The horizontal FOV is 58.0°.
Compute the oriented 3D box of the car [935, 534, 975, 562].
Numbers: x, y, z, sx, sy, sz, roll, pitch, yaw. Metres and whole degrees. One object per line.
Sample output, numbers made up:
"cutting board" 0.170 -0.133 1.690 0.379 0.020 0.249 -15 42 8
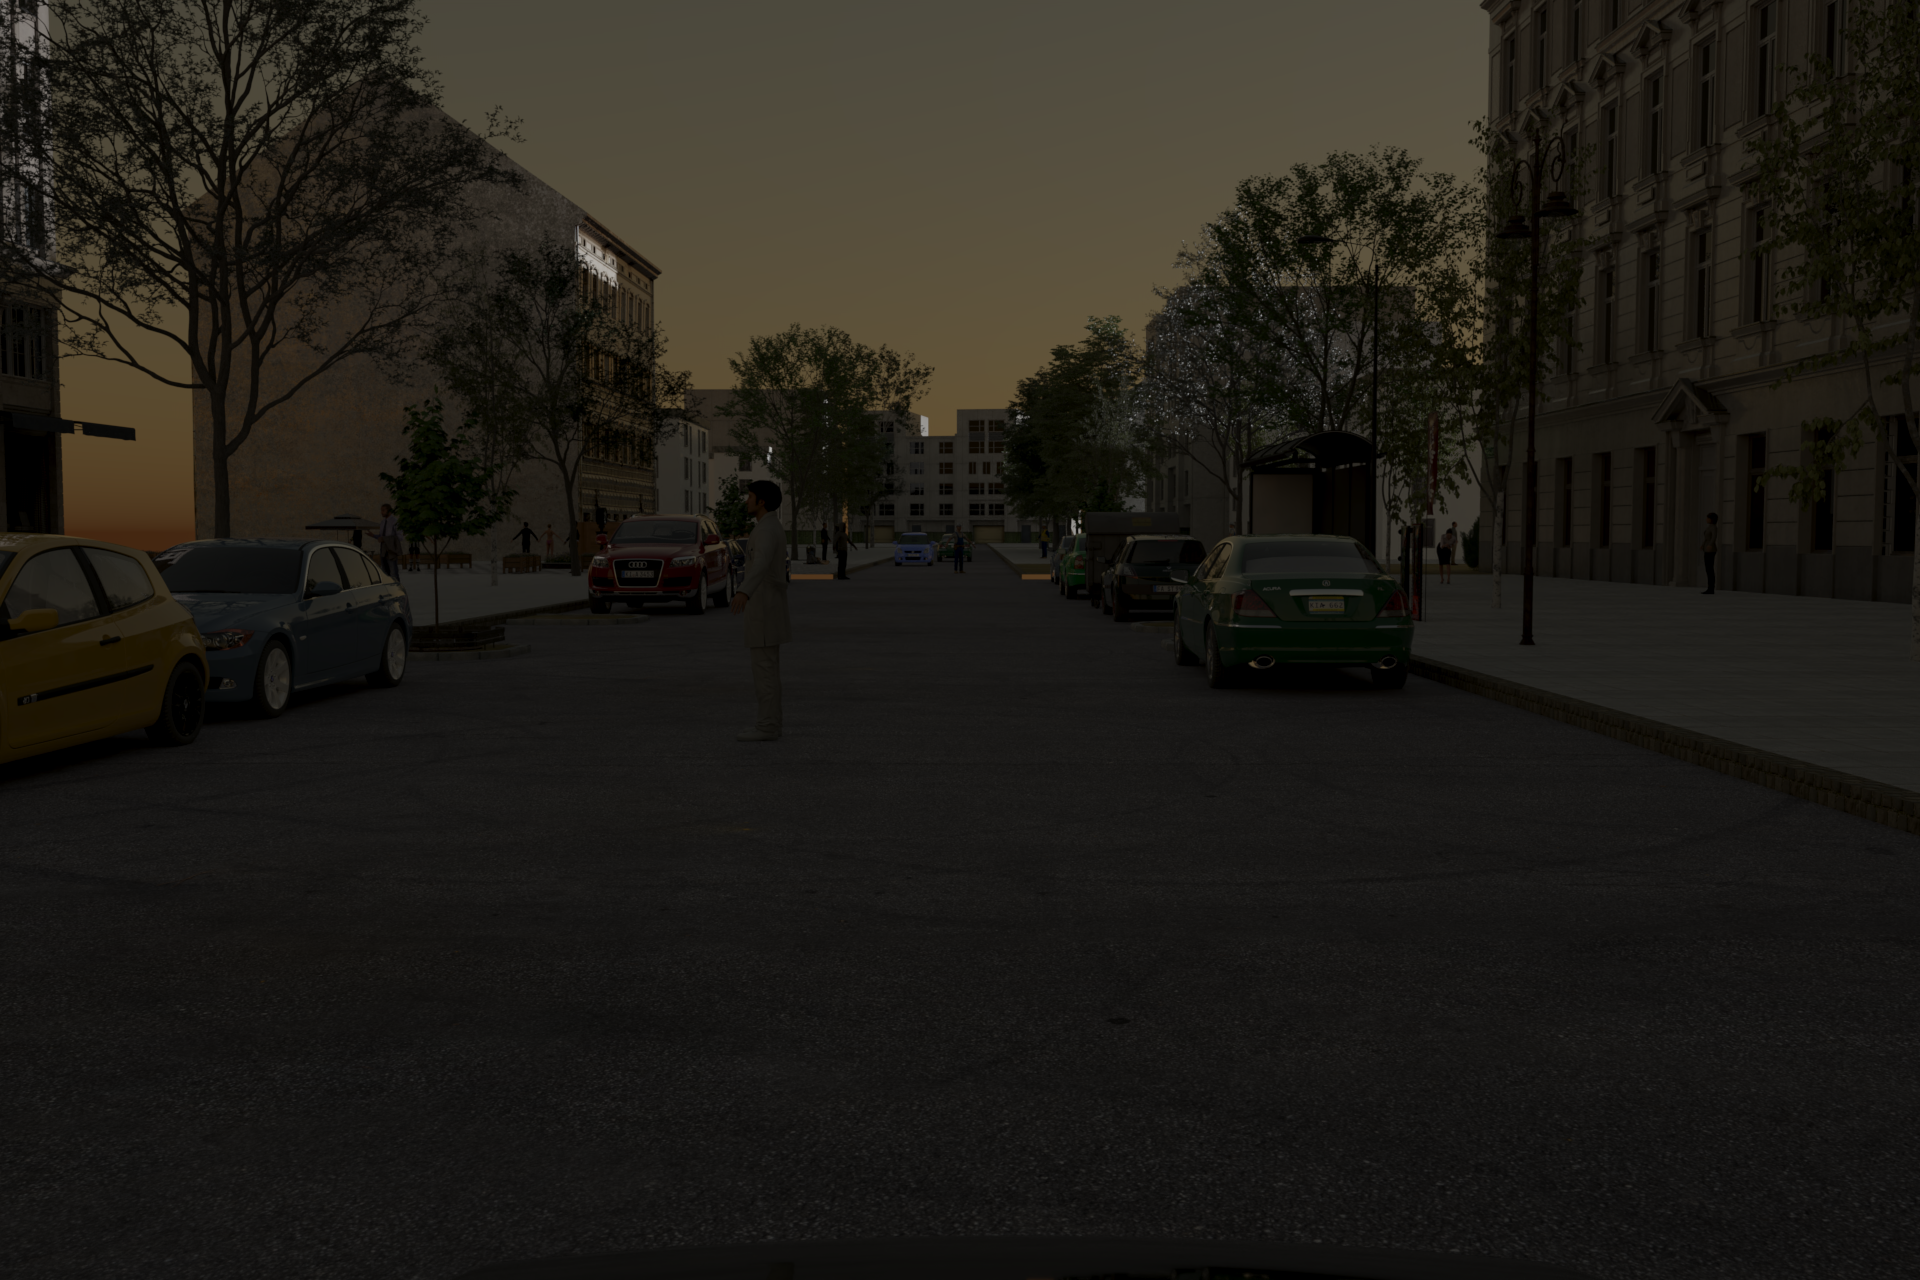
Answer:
"car" -0.284 -4.813 90.495 2.131 1.459 4.920 0 3 0

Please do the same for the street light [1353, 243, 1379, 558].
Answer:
"street light" 7.019 -3.334 27.054 1.470 5.913 1.316 0 4 1

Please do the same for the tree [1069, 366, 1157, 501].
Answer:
"tree" 6.628 -7.653 75.494 4.360 8.622 3.978 0 3 0

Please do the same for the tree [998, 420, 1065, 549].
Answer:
"tree" 6.773 -14.141 149.329 7.486 12.596 7.792 0 3 0

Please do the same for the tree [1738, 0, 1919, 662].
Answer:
"tree" 9.789 -4.102 17.426 4.737 8.622 4.395 0 3 0

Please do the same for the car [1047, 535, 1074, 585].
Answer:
"car" 3.548 -2.336 50.190 2.014 1.417 4.499 0 4 1

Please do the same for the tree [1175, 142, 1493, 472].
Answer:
"tree" 9.747 -7.351 45.949 9.928 11.665 9.643 0 3 0

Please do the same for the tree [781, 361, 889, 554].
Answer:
"tree" -8.305 -11.946 113.450 7.486 12.596 7.792 0 3 0

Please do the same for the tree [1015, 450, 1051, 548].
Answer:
"tree" 8.075 -14.241 158.601 9.928 11.665 9.643 0 3 0

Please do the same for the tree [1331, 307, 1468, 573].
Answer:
"tree" 14.298 -6.499 56.623 4.737 8.622 4.395 0 3 0

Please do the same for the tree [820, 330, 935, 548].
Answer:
"tree" -8.639 -18.651 160.839 12.611 20.169 13.585 0 3 0

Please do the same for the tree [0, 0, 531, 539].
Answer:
"tree" -12.210 -7.230 28.574 12.009 13.543 11.850 0 3 0

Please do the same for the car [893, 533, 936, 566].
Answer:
"car" -2.060 -4.199 78.240 1.945 1.707 3.694 0 4 0

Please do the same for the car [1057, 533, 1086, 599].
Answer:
"car" 3.218 -1.873 39.423 1.959 1.807 4.718 0 4 0

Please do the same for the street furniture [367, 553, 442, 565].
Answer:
"street furniture" -26.648 -3.552 73.705 10.072 0.657 5.734 1 4 15

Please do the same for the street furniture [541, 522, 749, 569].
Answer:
"street furniture" -11.554 -3.665 66.777 11.010 1.723 9.812 1 4 20

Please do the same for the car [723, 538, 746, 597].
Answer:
"car" -5.934 -1.705 40.459 1.945 1.354 3.894 0 4 0

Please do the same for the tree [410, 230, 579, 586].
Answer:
"tree" -11.780 -5.646 42.669 4.360 8.622 3.978 0 3 0

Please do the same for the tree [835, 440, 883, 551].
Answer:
"tree" -8.267 -10.868 128.057 4.360 8.622 3.978 0 3 0

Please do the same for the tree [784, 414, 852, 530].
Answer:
"tree" -7.886 -9.279 102.067 4.360 8.622 3.978 0 3 0

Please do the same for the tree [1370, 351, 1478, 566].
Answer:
"tree" 18.213 -7.220 68.409 4.737 8.622 4.395 0 3 0

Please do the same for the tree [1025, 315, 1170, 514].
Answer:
"tree" 7.199 -10.496 89.729 7.486 12.596 7.792 0 3 0

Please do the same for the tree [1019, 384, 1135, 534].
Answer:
"tree" 7.064 -10.590 107.564 8.767 10.594 7.601 3 5 40

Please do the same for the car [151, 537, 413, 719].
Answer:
"car" -6.149 -0.181 14.959 2.014 1.417 4.499 0 4 1

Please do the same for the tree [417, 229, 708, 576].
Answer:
"tree" -11.863 -7.244 52.856 8.767 10.594 7.601 -2 4 -29

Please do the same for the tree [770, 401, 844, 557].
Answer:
"tree" -7.957 -8.886 95.653 4.360 8.622 3.978 0 3 0

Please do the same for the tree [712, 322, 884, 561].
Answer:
"tree" -7.866 -9.658 83.658 9.928 11.665 9.643 0 3 0

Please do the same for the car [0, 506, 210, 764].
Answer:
"car" -6.091 -0.008 10.357 2.015 1.641 3.980 0 4 1

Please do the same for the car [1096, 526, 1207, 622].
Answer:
"car" 3.373 -1.214 29.641 2.009 1.686 4.222 0 4 1

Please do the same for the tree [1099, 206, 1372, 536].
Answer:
"tree" 10.442 -9.461 65.062 12.009 13.543 11.850 0 3 0

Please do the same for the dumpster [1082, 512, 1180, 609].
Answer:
"dumpster" 3.330 -1.559 33.710 1.865 1.857 1.264 0 4 1

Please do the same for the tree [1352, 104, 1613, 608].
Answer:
"tree" 9.287 -4.883 30.205 4.737 8.622 4.395 0 3 0

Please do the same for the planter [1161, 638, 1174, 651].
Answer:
"planter" 3.547 -0.034 21.695 1.991 0.319 1.994 0 4 1

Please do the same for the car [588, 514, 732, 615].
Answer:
"car" -5.544 -1.457 32.503 2.281 1.827 5.304 0 4 0

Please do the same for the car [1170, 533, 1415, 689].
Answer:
"car" 3.247 -0.348 17.491 2.131 1.459 4.920 0 4 1

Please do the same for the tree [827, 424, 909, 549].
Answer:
"tree" -8.092 -13.033 147.509 8.767 10.594 7.601 1 4 17

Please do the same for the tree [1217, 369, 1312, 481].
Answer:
"tree" 12.843 -7.526 73.418 4.737 8.622 4.395 0 3 0

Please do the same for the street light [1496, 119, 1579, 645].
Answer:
"street light" 6.571 -2.880 19.884 0.468 5.910 1.993 0 4 1

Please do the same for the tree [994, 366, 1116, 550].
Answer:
"tree" 7.216 -13.656 129.924 9.857 13.997 8.962 0 3 0

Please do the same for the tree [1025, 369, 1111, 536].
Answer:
"tree" 7.794 -12.221 117.939 7.486 12.596 7.792 0 3 0

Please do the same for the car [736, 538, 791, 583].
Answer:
"car" -5.867 -2.271 49.710 1.945 1.354 3.894 0 4 1
